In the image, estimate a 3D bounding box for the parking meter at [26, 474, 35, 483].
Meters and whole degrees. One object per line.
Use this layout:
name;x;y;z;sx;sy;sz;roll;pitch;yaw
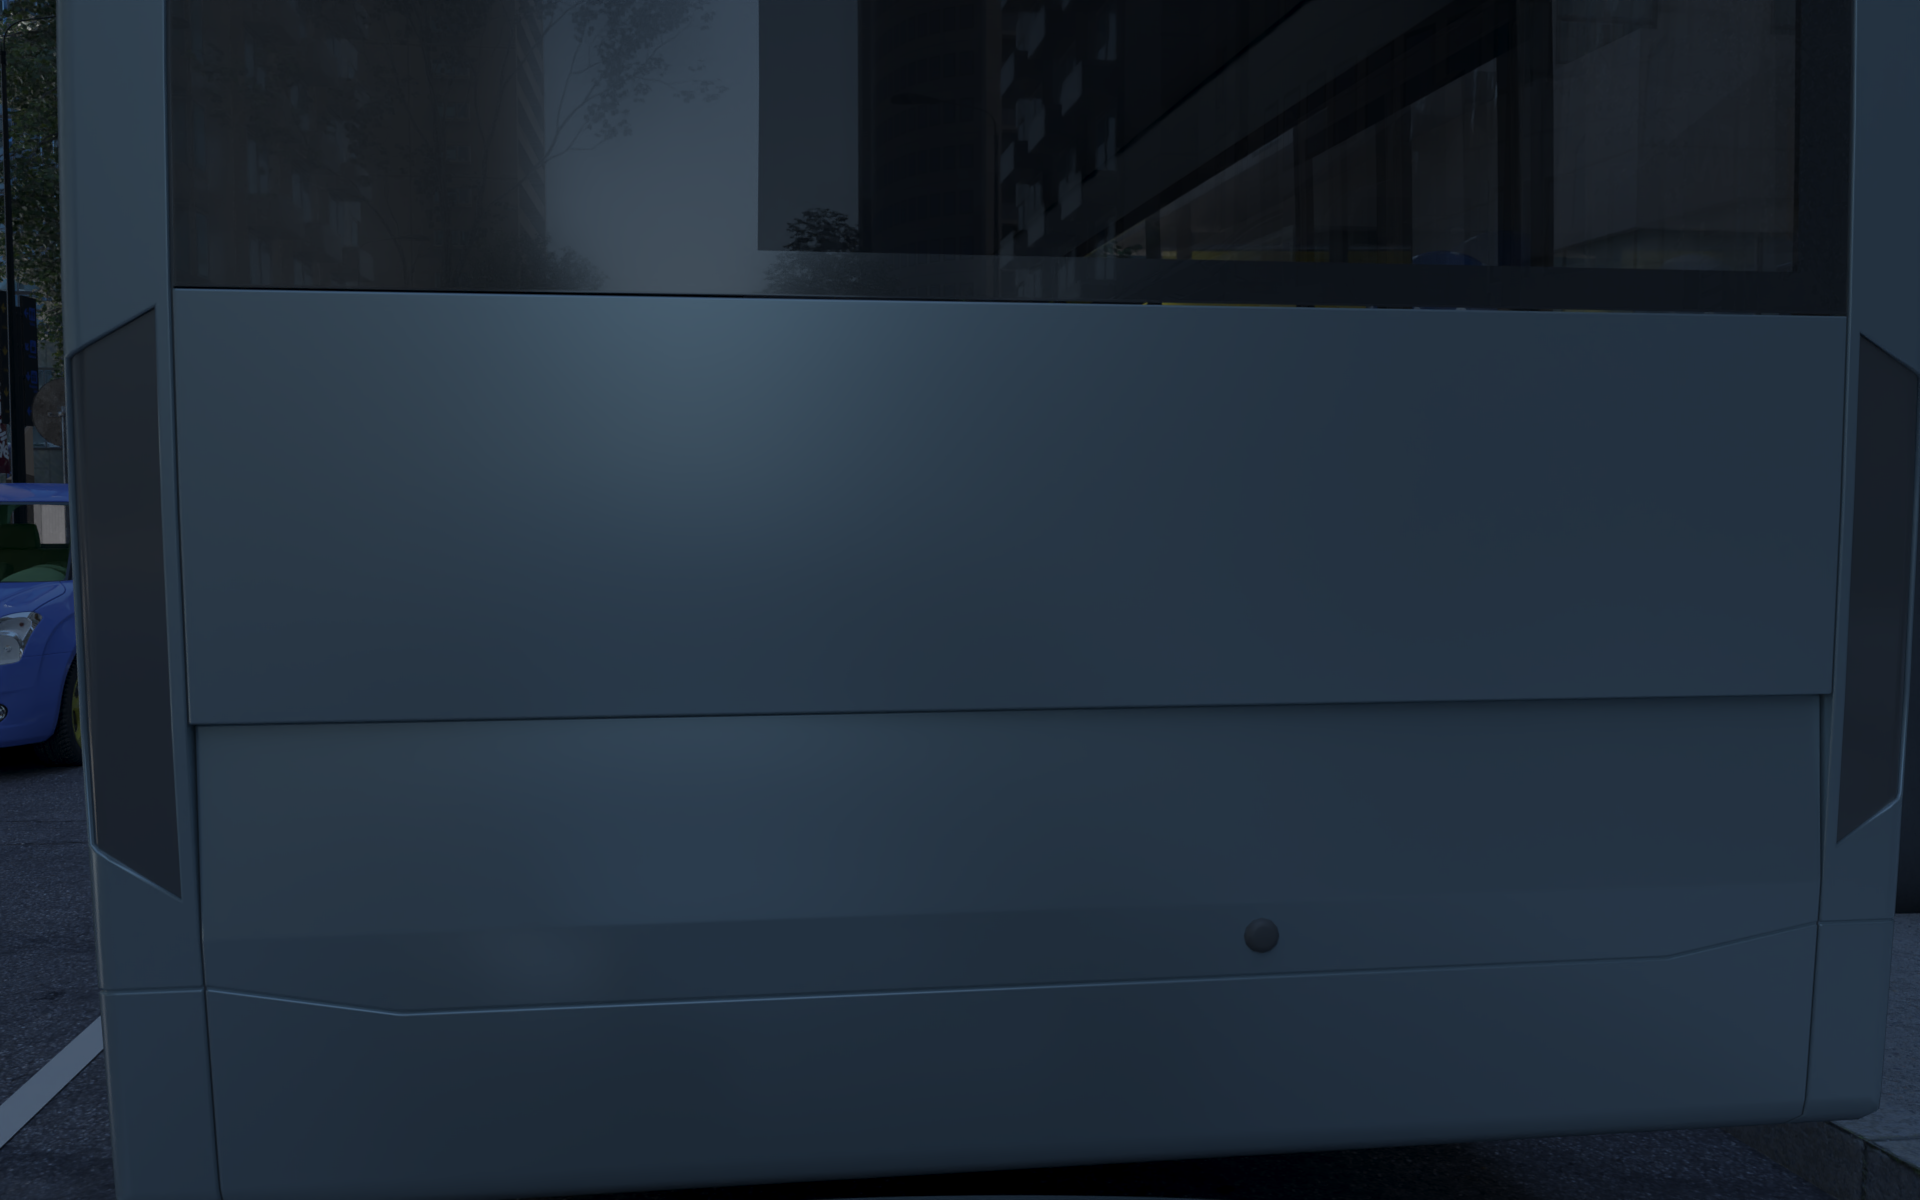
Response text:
parking meter;-24.877;-2.477;46.212;0.399;1.863;0.255;-3;5;-41

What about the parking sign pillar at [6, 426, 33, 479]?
parking sign pillar;-35.587;-4.715;65.569;1.447;3.967;1.447;0;4;-1

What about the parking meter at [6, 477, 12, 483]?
parking meter;-31.453;-3.168;57.505;0.255;1.863;0.399;0;4;-6

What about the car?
car;-5.592;-0.032;10.109;1.945;1.707;3.694;-1;4;-8

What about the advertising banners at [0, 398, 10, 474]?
advertising banners;-12.598;-1.586;22.124;0.090;3.025;2.074;0;4;-2

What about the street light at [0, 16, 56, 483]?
street light;-8.513;-2.695;16.605;1.470;5.913;1.316;-1;4;-9

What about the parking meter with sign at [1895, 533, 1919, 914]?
parking meter with sign;2.986;-0.568;5.547;0.543;3.016;1.738;0;4;-2

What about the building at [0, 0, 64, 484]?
building;-37.358;-47.216;84.655;22.319;86.520;31.000;-1;4;-9

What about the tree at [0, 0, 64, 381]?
tree;-12.386;-7.540;29.941;9.857;13.997;8.962;0;3;0

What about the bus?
bus;-0.838;-0.856;8.863;2.948;3.499;13.247;-1;4;-9

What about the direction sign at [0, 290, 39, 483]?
direction sign;-10.675;-1.695;19.709;0.379;3.537;0.876;0;4;-4

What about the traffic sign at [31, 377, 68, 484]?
traffic sign;-9.732;-1.149;18.894;0.768;2.556;0.104;0;4;-2
